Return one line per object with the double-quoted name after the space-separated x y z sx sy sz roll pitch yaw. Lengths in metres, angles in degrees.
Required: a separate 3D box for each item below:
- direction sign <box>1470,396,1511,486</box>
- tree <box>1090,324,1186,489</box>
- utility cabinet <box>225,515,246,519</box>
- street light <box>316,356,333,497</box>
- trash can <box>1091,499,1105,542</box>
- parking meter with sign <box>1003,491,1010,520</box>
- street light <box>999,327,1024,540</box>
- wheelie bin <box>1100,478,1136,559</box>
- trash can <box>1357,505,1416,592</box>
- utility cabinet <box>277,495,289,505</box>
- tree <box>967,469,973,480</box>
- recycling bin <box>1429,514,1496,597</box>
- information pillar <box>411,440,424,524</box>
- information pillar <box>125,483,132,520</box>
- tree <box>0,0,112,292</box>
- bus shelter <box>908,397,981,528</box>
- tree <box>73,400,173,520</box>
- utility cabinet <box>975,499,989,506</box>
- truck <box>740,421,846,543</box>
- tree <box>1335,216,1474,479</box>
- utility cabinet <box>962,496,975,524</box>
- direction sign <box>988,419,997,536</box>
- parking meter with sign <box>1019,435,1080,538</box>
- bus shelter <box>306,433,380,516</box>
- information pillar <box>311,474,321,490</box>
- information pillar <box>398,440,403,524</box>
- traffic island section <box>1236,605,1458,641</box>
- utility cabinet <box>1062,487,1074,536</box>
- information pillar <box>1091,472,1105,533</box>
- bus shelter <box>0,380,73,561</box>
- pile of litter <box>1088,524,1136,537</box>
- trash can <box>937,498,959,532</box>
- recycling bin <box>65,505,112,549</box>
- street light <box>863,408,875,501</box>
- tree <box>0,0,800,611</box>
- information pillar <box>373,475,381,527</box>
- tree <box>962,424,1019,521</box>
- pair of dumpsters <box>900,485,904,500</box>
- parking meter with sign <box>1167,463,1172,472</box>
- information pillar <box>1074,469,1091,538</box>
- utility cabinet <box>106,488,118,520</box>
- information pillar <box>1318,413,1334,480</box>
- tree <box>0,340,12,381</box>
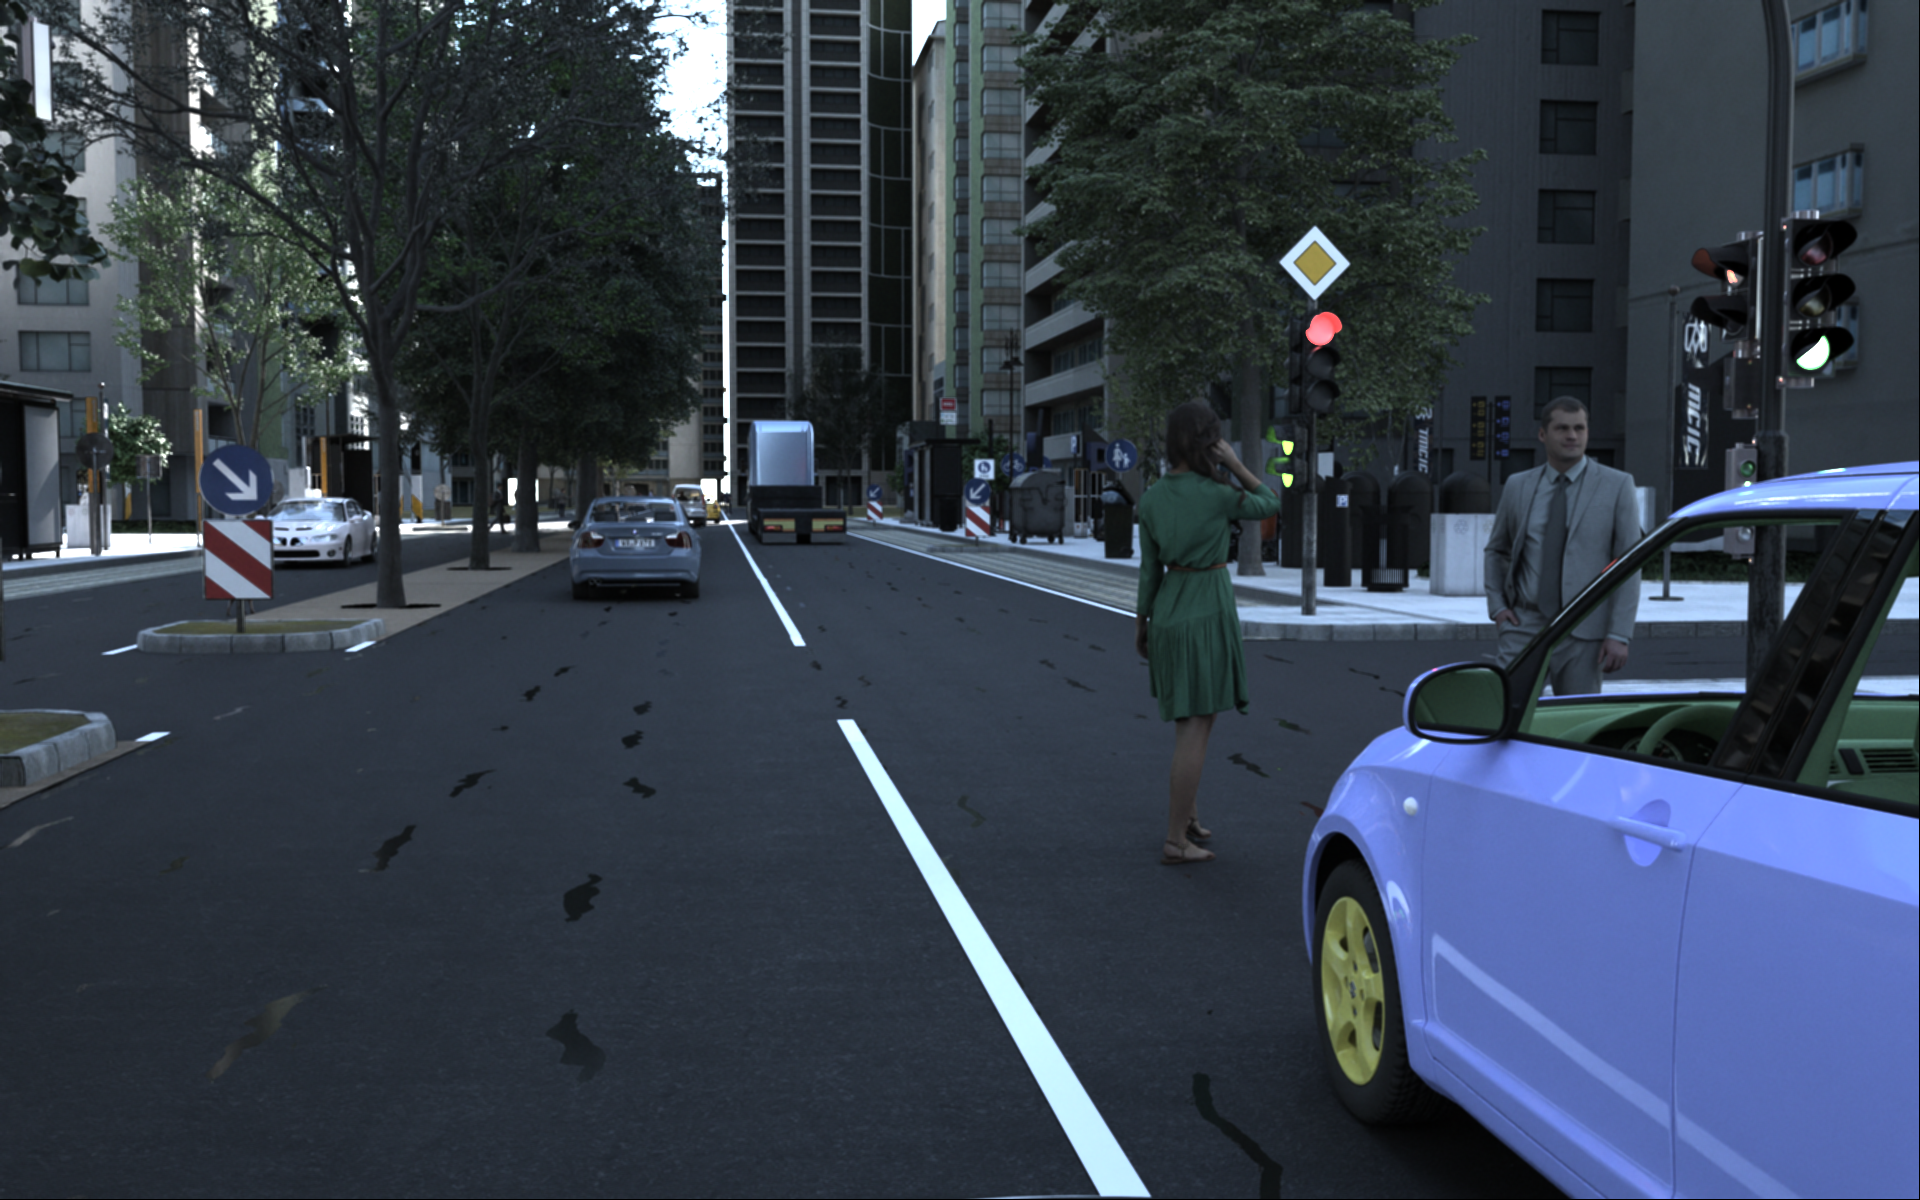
12.257 -2.942 40.096 0.876 3.537 0.379 1 4 16 "direction sign"
7.525 -7.359 70.686 4.737 8.622 4.395 0 3 0 "tree"
-26.404 -3.191 63.330 1.020 1.237 0.306 1 4 21 "utility cabinet"
-21.282 -5.233 58.347 0.468 5.910 1.993 -1 4 -8 "street light"
3.933 -2.162 47.008 0.748 1.137 0.748 0 3 0 "trash can"
2.223 -5.395 84.469 1.738 3.016 0.543 0 4 0 "parking meter with sign"
1.431 -4.615 48.251 0.468 5.910 1.993 -1 4 -8 "street light"
3.164 -1.635 34.646 0.693 1.594 0.980 1 4 9 "wheelie bin"
5.595 -0.680 22.772 0.748 1.137 0.748 0 3 0 "trash can"
-30.043 -4.011 76.739 0.306 1.237 1.020 1 4 17 "utility cabinet"
1.160 -4.972 75.900 1.663 3.219 1.824 0 3 0 "tree"
6.410 -0.575 21.951 0.722 1.027 0.722 0 4 -2 "recycling bin"
-23.528 -5.118 75.035 0.504 3.616 0.183 1 4 18 "information pillar"
-30.262 -4.374 62.865 0.504 3.616 0.183 3 4 39 "information pillar"
-5.169 -5.833 4.488 9.857 13.997 8.962 0 3 0 "tree"
-0.842 -5.613 69.408 2.179 5.291 8.768 0 4 -8 "bus shelter"
-29.372 -4.710 60.722 4.285 4.588 4.351 0 3 0 "tree"
0.987 -3.827 71.258 0.318 1.500 1.173 2 4 25 "utility cabinet"
-5.749 -4.183 58.154 2.967 4.110 18.799 0 4 -8 "truck"
11.298 -5.785 44.954 4.737 8.622 4.395 0 3 0 "tree"
0.489 -3.846 74.051 0.306 1.237 1.020 3 5 44 "utility cabinet"
0.931 -3.712 52.682 0.379 3.537 0.876 0 4 8 "direction sign"
2.611 -3.347 50.988 1.738 3.016 0.543 -1 4 -16 "parking meter with sign"
-24.735 -4.795 69.685 1.731 3.624 6.357 0 4 -8 "bus shelter"
-23.669 -3.631 63.853 0.304 2.012 0.304 2 4 33 "information pillar"
-24.355 -5.135 75.306 0.183 3.616 0.504 0 4 -1 "information pillar"
3.718 0.240 18.362 2.009 0.180 2.903 -1 4 -8 "traffic island section"
2.981 -2.683 52.547 0.318 1.500 1.173 -3 4 -38 "utility cabinet"
4.536 -3.250 57.635 0.304 2.012 0.304 3 5 43 "information pillar"
-18.401 -3.238 30.579 2.179 5.291 8.768 0 4 -8 "bus shelter"
4.602 -2.306 51.671 1.176 0.858 1.719 -3 5 -45 "pile of litter"
-0.401 -2.897 59.022 0.748 1.137 0.748 0 3 0 "trash can"
-20.710 -1.750 41.164 0.722 1.027 0.722 0 4 7 "recycling bin"
-4.811 -7.268 91.624 0.468 5.910 1.993 -1 4 -8 "street light"
-7.078 -6.626 21.159 12.009 13.543 11.850 0 3 0 "tree"
-22.367 -3.805 66.706 0.304 2.012 0.304 -3 5 -39 "information pillar"
1.230 -5.983 81.542 4.285 4.588 4.351 0 3 0 "tree"
-1.836 -4.896 82.535 1.574 2.255 4.437 0 4 -8 "pair of dumpsters"
5.355 -2.851 42.879 0.543 3.016 1.738 0 4 -5 "parking meter with sign"
3.510 -2.802 50.307 0.304 2.012 0.304 3 4 36 "information pillar"
-31.304 -3.327 63.069 1.173 1.500 0.318 1 4 11 "utility cabinet"
7.311 -2.645 34.599 0.183 3.616 0.504 -1 4 -17 "information pillar"
-35.505 -6.793 61.435 4.360 8.622 3.978 0 3 0 "tree"
